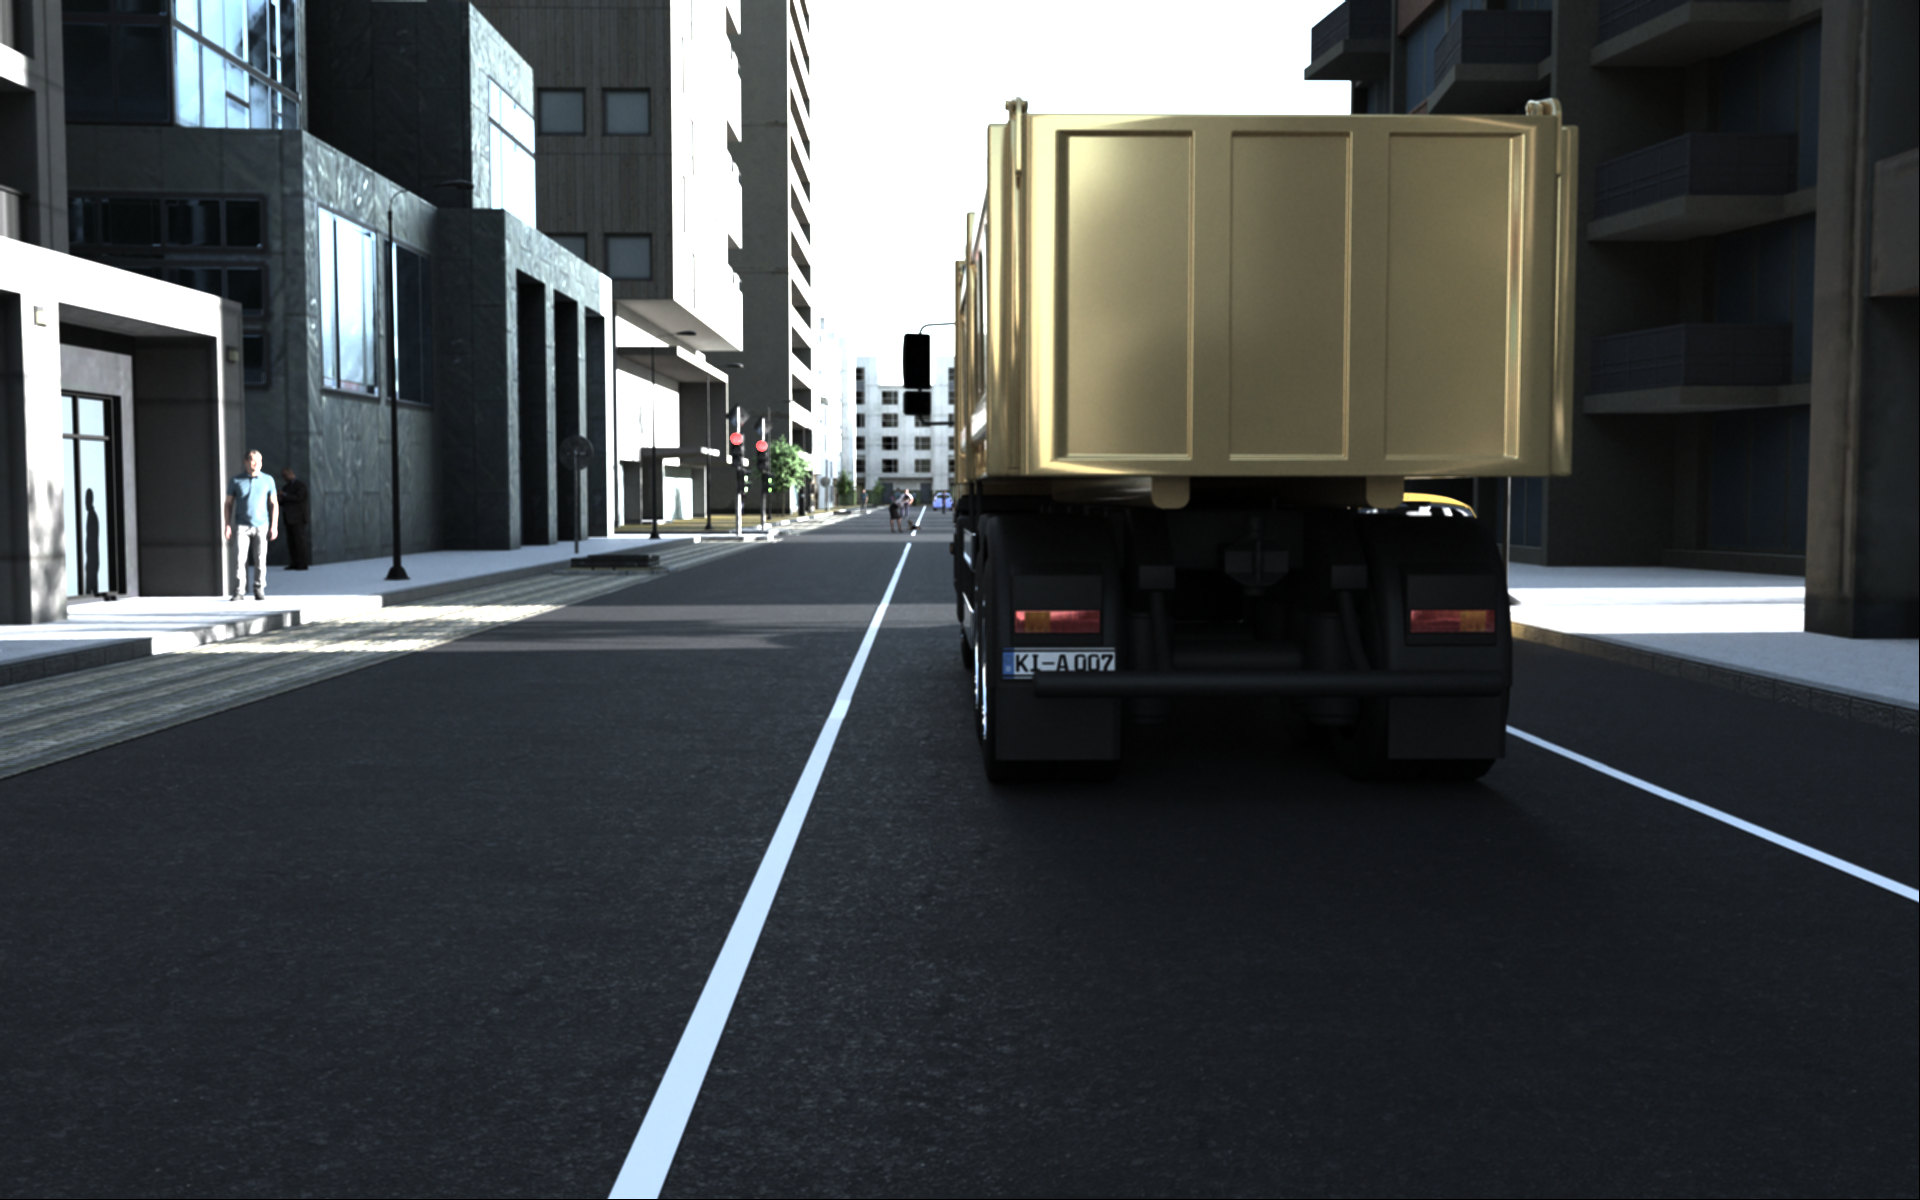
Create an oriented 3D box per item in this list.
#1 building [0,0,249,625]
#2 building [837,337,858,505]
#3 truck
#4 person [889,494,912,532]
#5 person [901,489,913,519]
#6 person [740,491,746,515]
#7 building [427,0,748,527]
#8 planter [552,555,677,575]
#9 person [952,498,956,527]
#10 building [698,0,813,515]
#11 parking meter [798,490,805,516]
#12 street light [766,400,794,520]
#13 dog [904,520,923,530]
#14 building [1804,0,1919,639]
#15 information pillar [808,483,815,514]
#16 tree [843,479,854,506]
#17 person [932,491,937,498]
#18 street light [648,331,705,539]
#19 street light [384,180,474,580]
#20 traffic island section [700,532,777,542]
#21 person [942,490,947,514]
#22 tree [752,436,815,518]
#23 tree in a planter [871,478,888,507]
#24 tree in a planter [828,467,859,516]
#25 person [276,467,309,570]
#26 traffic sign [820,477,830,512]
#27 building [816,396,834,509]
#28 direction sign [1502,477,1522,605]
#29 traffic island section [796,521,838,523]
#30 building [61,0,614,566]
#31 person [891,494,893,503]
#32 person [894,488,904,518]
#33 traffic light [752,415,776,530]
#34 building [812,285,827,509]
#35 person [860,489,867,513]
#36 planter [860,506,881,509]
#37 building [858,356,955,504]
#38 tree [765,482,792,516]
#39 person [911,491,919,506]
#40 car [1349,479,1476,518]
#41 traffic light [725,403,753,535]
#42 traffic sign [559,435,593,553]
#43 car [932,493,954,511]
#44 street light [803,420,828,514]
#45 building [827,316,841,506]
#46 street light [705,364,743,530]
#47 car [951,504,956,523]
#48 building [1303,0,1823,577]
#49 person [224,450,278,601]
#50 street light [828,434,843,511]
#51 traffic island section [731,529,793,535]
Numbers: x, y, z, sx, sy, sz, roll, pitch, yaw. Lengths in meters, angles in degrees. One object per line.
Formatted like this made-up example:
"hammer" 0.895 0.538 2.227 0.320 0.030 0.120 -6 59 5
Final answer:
"building" -19.320 -35.308 15.539 20.563 71.187 20.611 0 4 -1
"building" -28.401 -20.583 202.992 31.486 18.905 16.747 0 4 -1
"truck" 1.284 -0.997 12.232 3.469 3.379 9.791 0 4 -1
"person" -2.250 -3.265 65.077 0.799 1.438 0.628 -1 4 -13
"person" -3.098 -5.466 98.813 0.756 1.711 0.436 1 4 19
"person" -13.108 -5.971 104.493 0.431 1.722 0.655 1 4 8
"building" -24.440 -29.845 77.205 28.713 52.752 27.495 0 4 -1
"planter" -6.189 -0.626 31.370 1.991 0.319 1.994 0 4 -1
"person" -0.040 -3.997 74.408 0.434 1.755 0.990 -3 4 -37
"building" -21.369 -30.152 116.687 21.300 48.544 21.600 0 4 -1
"parking meter" -9.401 -5.773 102.794 0.372 1.533 0.369 0 3 0
"street light" -8.888 -6.911 85.541 1.470 5.913 1.316 0 4 -1
"dog" -1.813 -2.965 68.670 0.748 0.427 0.550 2 4 23
"building" 18.710 -23.284 4.400 21.300 48.544 21.600 0 4 -1
"information pillar" -9.792 -6.703 114.080 0.304 2.012 0.304 -3 5 -44
"tree" -12.574 -12.100 192.440 1.663 3.219 1.824 0 3 0
"person" -2.936 -12.113 207.070 1.217 1.766 0.721 -1 4 -18
"street light" -8.206 -4.705 49.461 1.470 5.913 1.316 0 4 -1
"street light" -7.901 -3.258 25.807 1.470 5.913 1.316 0 4 -1
"traffic island section" -6.896 -1.924 53.733 2.009 0.180 2.903 0 4 -1
"person" -1.159 -7.175 126.725 0.530 1.710 0.541 3 4 38
"tree" -9.674 -6.816 95.155 4.285 4.588 4.351 0 3 0
"tree in a planter" -8.926 -11.813 190.358 1.991 3.239 1.994 0 4 -1
"tree in a planter" -7.608 -7.105 113.390 1.991 3.239 1.994 0 4 -1
"person" -11.298 -1.379 29.278 0.565 1.739 0.600 0 4 7
"traffic sign" -9.842 -7.730 126.491 0.768 2.556 0.104 0 4 4
"building" -16.344 -13.491 162.724 9.099 9.664 28.070 0 4 -1
"direction sign" 6.328 -1.714 20.017 0.379 3.537 0.876 0 4 -2
"traffic island section" -7.132 -3.895 86.546 1.991 0.108 1.994 0 4 -1
"building" -25.778 -44.387 38.396 31.000 86.520 22.319 0 4 -1
"person" -7.834 -11.677 202.648 0.599 1.433 0.991 1 4 16
"person" -3.642 -5.793 103.343 0.434 1.807 0.598 -3 5 -45
"traffic light" -6.993 -4.444 61.582 0.839 4.253 0.868 0 4 -1
"building" -19.524 -17.493 142.431 16.016 20.091 11.380 0 4 -1
"person" -7.285 -7.445 130.361 0.598 1.807 0.434 2 4 34
"planter" -8.458 -8.708 163.507 1.991 0.319 1.994 0 4 -1
"building" -3.305 -22.223 229.801 31.486 18.905 16.747 0 4 -1
"tree" -10.466 -6.414 99.462 1.663 3.219 1.824 0 3 0
"person" -5.522 -12.217 208.236 1.348 1.826 0.705 -2 4 -32
"car" 4.335 -0.484 18.137 2.015 1.641 3.980 0 4 -1
"traffic light" -6.856 -3.956 53.599 0.839 4.253 0.868 0 4 -1
"traffic sign" -8.305 -2.284 37.445 0.768 2.556 0.104 0 4 5
"car" -1.433 -8.521 148.906 1.945 1.707 3.694 0 4 0
"street light" -9.297 -8.358 109.193 1.470 5.913 1.316 0 4 -1
"building" -20.575 -19.929 182.250 16.016 20.091 11.380 0 4 -1
"street light" -8.451 -5.465 61.889 1.470 5.913 1.316 0 4 -1
"car" 0.534 -4.521 86.502 1.945 1.354 3.894 0 4 -1
"building" 19.843 -23.430 37.711 22.147 44.769 28.867 0 4 -1
"person" -8.540 -0.897 20.843 0.598 1.807 0.434 -1 4 -14
"street light" -9.694 -9.844 133.490 1.470 5.913 1.316 0 4 -1
"traffic island section" -7.034 -2.412 61.716 2.009 0.180 2.903 0 4 -1
